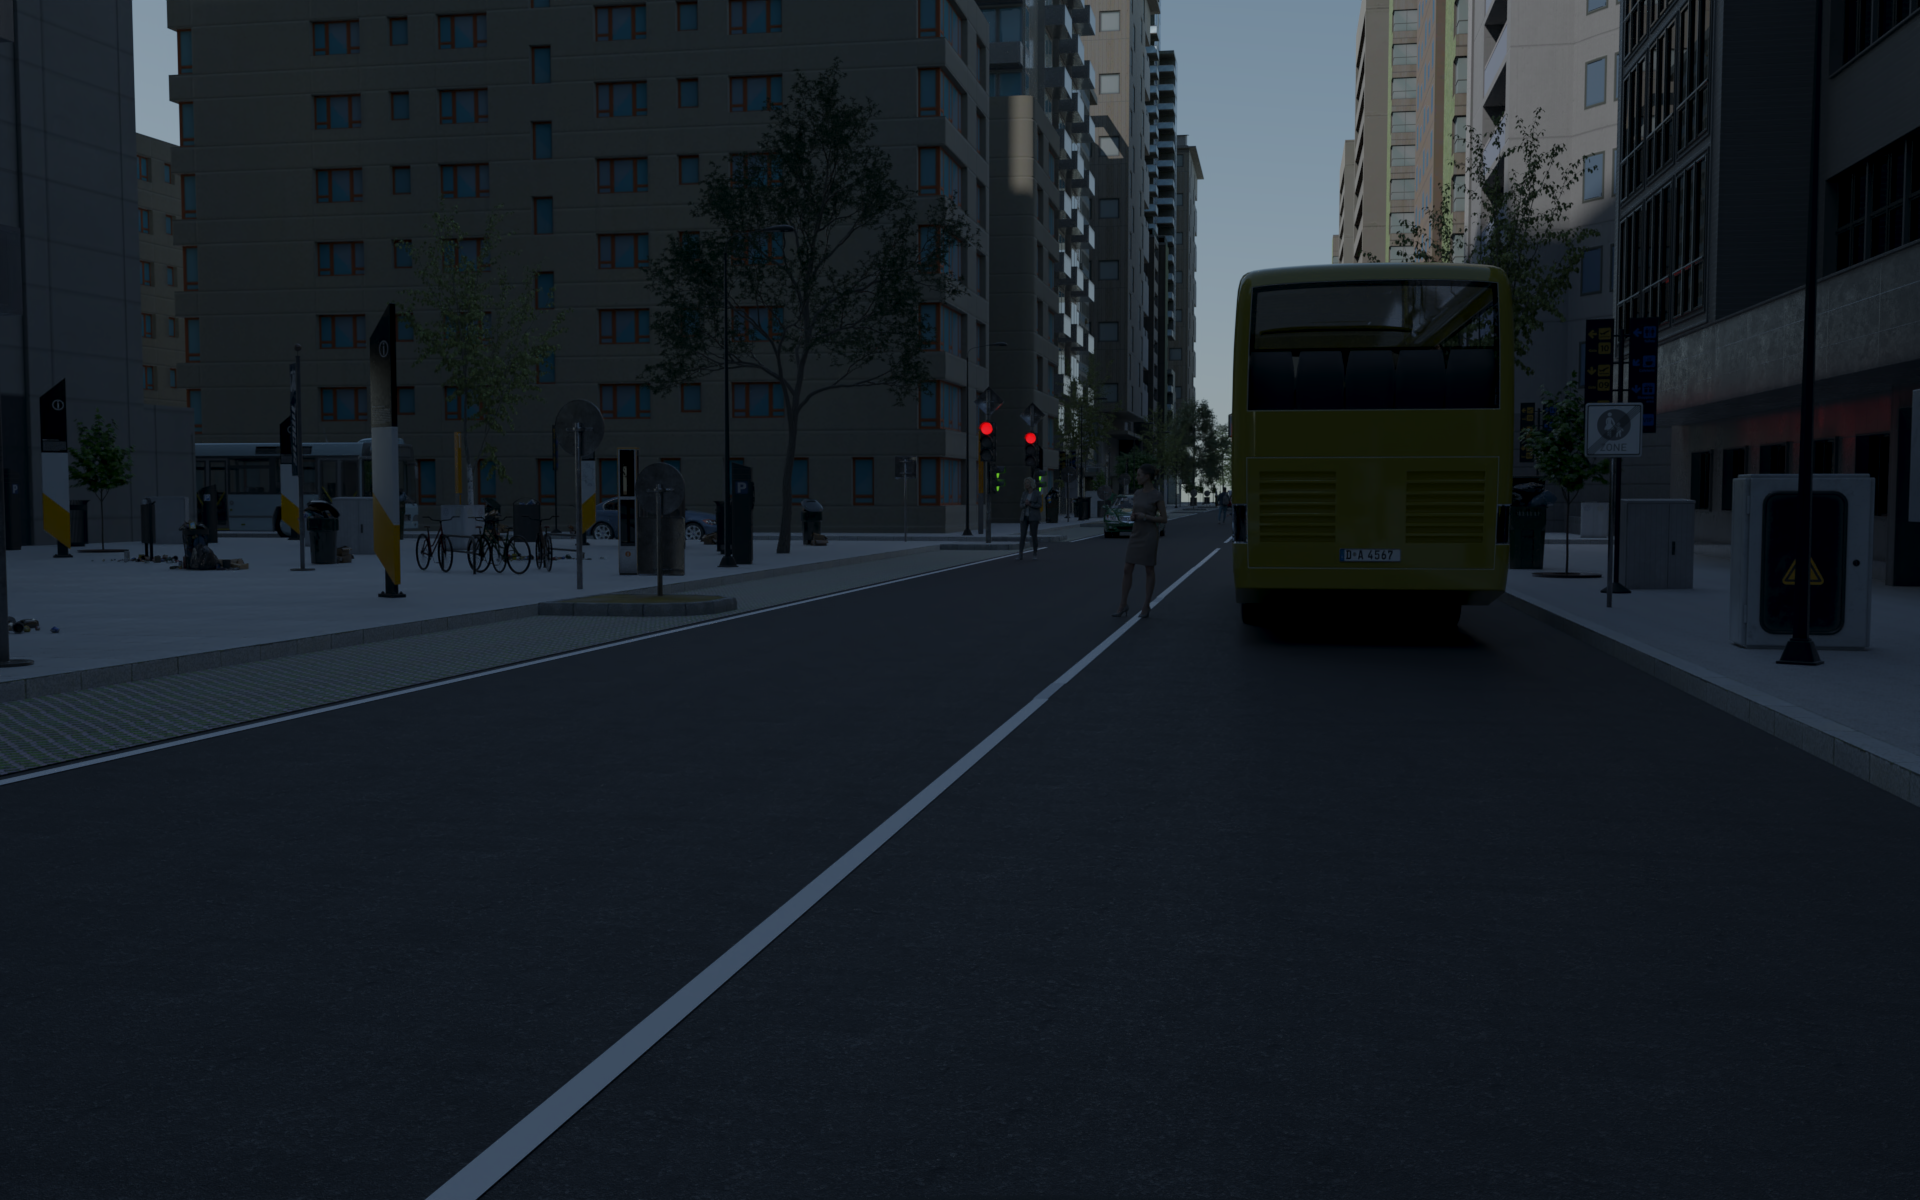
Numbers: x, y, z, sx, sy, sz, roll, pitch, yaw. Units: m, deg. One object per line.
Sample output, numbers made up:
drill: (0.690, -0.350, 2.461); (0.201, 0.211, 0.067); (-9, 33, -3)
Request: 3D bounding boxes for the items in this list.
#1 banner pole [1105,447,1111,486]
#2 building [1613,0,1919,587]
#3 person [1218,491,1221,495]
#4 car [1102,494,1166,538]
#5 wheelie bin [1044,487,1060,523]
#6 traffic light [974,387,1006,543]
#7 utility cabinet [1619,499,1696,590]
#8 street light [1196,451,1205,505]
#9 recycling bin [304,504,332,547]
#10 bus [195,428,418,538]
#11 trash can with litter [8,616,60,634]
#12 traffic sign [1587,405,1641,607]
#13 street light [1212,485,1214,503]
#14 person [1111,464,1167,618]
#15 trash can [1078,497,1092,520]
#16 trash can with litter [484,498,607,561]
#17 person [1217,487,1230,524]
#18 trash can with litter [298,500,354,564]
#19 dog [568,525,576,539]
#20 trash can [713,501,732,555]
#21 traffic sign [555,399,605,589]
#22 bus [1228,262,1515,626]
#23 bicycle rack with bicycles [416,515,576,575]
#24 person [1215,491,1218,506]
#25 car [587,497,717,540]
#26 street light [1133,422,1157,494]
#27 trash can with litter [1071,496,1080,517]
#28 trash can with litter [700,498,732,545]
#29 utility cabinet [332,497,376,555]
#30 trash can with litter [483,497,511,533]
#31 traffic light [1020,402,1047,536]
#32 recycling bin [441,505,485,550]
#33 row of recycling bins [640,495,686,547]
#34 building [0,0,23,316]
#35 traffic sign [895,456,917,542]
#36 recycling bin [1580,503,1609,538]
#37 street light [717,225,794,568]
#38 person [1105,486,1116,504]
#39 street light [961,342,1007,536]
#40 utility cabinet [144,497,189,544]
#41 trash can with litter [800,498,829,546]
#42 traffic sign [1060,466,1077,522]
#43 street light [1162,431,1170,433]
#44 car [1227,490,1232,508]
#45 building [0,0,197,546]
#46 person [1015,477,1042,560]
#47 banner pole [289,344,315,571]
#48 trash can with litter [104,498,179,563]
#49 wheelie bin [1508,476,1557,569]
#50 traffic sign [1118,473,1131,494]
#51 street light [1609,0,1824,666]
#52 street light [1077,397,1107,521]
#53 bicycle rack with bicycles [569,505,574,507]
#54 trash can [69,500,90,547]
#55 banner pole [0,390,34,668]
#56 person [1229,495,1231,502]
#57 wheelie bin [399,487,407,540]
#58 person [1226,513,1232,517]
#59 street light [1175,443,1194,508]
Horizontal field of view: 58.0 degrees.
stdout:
banner pole: (7.976, -6.318, 93.314); (0.401, 3.779, 0.863); (-1, 4, -16)
building: (18.719, -12.465, 22.870); (14.314, 24.678, 30.058); (1, 4, 11)
person: (32.147, -12.576, 214.208); (1.348, 1.812, 0.705); (-3, 5, -40)
car: (5.890, -2.832, 58.099); (2.131, 1.459, 4.920); (1, 4, 10)
wheelie bin: (4.075, -4.188, 76.377); (0.693, 1.594, 0.980); (0, 4, 4)
traffic light: (0.759, -3.443, 45.211); (0.839, 4.253, 0.868); (1, 4, 11)
utility cabinet: (9.400, -0.750, 23.428); (1.020, 1.237, 0.306); (-1, 4, -11)
street light: (25.800, -13.134, 187.273); (1.470, 5.913, 1.316); (1, 4, 11)
recycling bin: (-15.549, -1.827, 42.430); (0.722, 1.027, 0.722); (2, 4, 35)
bus: (-22.639, -3.598, 53.689); (13.247, 3.499, 2.948); (1, 4, 12)
trash can with litter: (-9.139, -0.288, 15.763); (1.678, 1.210, 2.233); (0, 4, -6)
traffic sign: (7.347, -1.064, 19.532); (0.606, 2.300, 0.079); (1, 4, 11)
street light: (30.073, -14.537, 210.222); (1.470, 5.913, 1.316); (1, 4, 11)
person: (2.085, -0.687, 20.075); (0.599, 1.781, 0.374); (3, 5, 44)
trash can: (6.212, -4.570, 86.369); (0.748, 1.137, 0.748); (0, 3, 0)
trash can with litter: (-8.042, -1.386, 33.718); (2.233, 1.210, 1.678); (0, 4, -6)
person: (12.775, -4.599, 84.036); (0.623, 1.781, 0.721); (0, 4, 4)
trash can with litter: (-11.677, -1.259, 31.974); (0.624, 1.170, 1.055); (1, 4, 9)
dog: (-11.402, -1.976, 51.601); (0.406, 0.507, 0.540); (1, 4, 10)
trash can: (-4.882, -1.544, 36.898); (0.748, 1.137, 0.748); (0, 3, 0)
traffic sign: (-5.127, -1.417, 23.281); (0.768, 2.556, 0.104); (1, 4, 20)
bus: (4.758, -1.850, 21.796); (2.896, 3.916, 12.252); (1, 4, 9)
bicycle rack with bicycles: (-7.506, -0.932, 28.625); (2.852, 0.926, 2.925); (-2, 4, -31)
person: (27.204, -10.637, 183.143); (0.721, 1.736, 1.217); (2, 4, 29)
car: (-8.861, -2.339, 50.250); (4.499, 1.417, 2.014); (1, 4, 12)
street light: (11.854, -8.564, 112.568); (1.470, 5.913, 1.316); (1, 4, 11)
trash can with litter: (6.443, -5.100, 94.773); (0.624, 1.170, 1.055); (1, 4, 10)
trash can with litter: (-6.095, -1.979, 43.745); (1.055, 1.170, 0.624); (2, 4, 28)
utility cabinet: (-12.812, -1.569, 36.814); (1.020, 1.237, 0.306); (1, 4, 13)
trash can with litter: (-15.231, -2.794, 57.077); (1.055, 1.170, 0.624); (2, 4, 32)
traffic light: (2.223, -3.923, 53.061); (0.839, 4.253, 0.868); (1, 4, 11)
recycling bin: (-11.485, -1.681, 40.031); (0.722, 1.027, 0.722); (2, 4, 25)
row of recycling bins: (-7.318, -2.111, 41.634); (1.069, 1.692, 3.534); (-1, 4, -22)
building: (-23.956, -23.827, 9.180); (23.786, 49.044, 30.456); (1, 4, 11)
traffic sign: (-1.462, -2.716, 46.530); (0.606, 2.300, 0.079); (1, 4, 15)
recycling bin: (18.652, -2.344, 50.874); (0.722, 1.027, 0.722); (2, 4, 26)
street light: (-3.546, -3.523, 30.138); (1.470, 5.913, 1.316); (1, 4, 11)
person: (6.898, -4.346, 79.808); (0.600, 1.795, 0.529); (0, 4, 8)
street light: (0.760, -4.936, 53.245); (1.470, 5.913, 1.316); (1, 4, 11)
utility cabinet: (-20.228, -2.020, 44.185); (1.020, 1.237, 0.306); (0, 4, -3)
trash can with litter: (-3.566, -1.947, 43.218); (0.624, 1.170, 1.055); (-2, 4, -28)
traffic sign: (4.946, -4.830, 79.083); (0.768, 2.556, 0.104); (1, 4, 18)
street light: (14.877, -9.537, 128.472); (1.470, 5.913, 1.316); (1, 4, 11)
car: (24.357, -8.831, 153.052); (2.281, 1.827, 5.304); (1, 4, 9)
building: (-33.725, -36.747, 39.059); (20.611, 71.187, 20.563); (1, 4, 11)
person: (1.524, -1.774, 37.681); (0.537, 1.800, 0.526); (2, 4, 35)
banner pole: (-11.156, -2.393, 29.143); (0.401, 3.779, 0.863); (-2, 4, -33)
trash can with litter: (-15.405, -1.329, 32.783); (1.678, 1.210, 2.233); (-2, 4, -35)
wheelie bin: (9.720, -1.332, 29.680); (0.980, 1.594, 0.693); (1, 4, 9)
traffic sign: (10.058, -6.481, 106.070); (0.768, 2.556, 0.104); (1, 4, 19)
street light: (5.825, -2.476, 13.029); (1.470, 5.913, 1.316); (1, 4, 11)
street light: (6.380, -6.777, 83.337); (1.470, 5.913, 1.316); (1, 4, 11)
bicycle rack with bicycles: (-11.604, -2.665, 56.955); (2.852, 0.926, 2.925); (0, 4, -3)
trash can: (-21.627, -1.873, 42.279); (0.748, 1.137, 0.748); (0, 3, 0)
banner pole: (-7.356, -1.403, 12.964); (0.863, 3.779, 0.401); (2, 4, 30)
person: (19.334, -6.946, 121.837); (0.659, 1.850, 0.755); (3, 4, 38)
wheelie bin: (-15.923, -2.483, 48.512); (0.693, 1.594, 0.980); (2, 4, 27)
person: (12.637, -3.951, 78.595); (0.738, 1.151, 1.012); (-1, 4, -18)
street light: (20.282, -11.343, 157.994); (1.470, 5.913, 1.316); (1, 4, 11)
